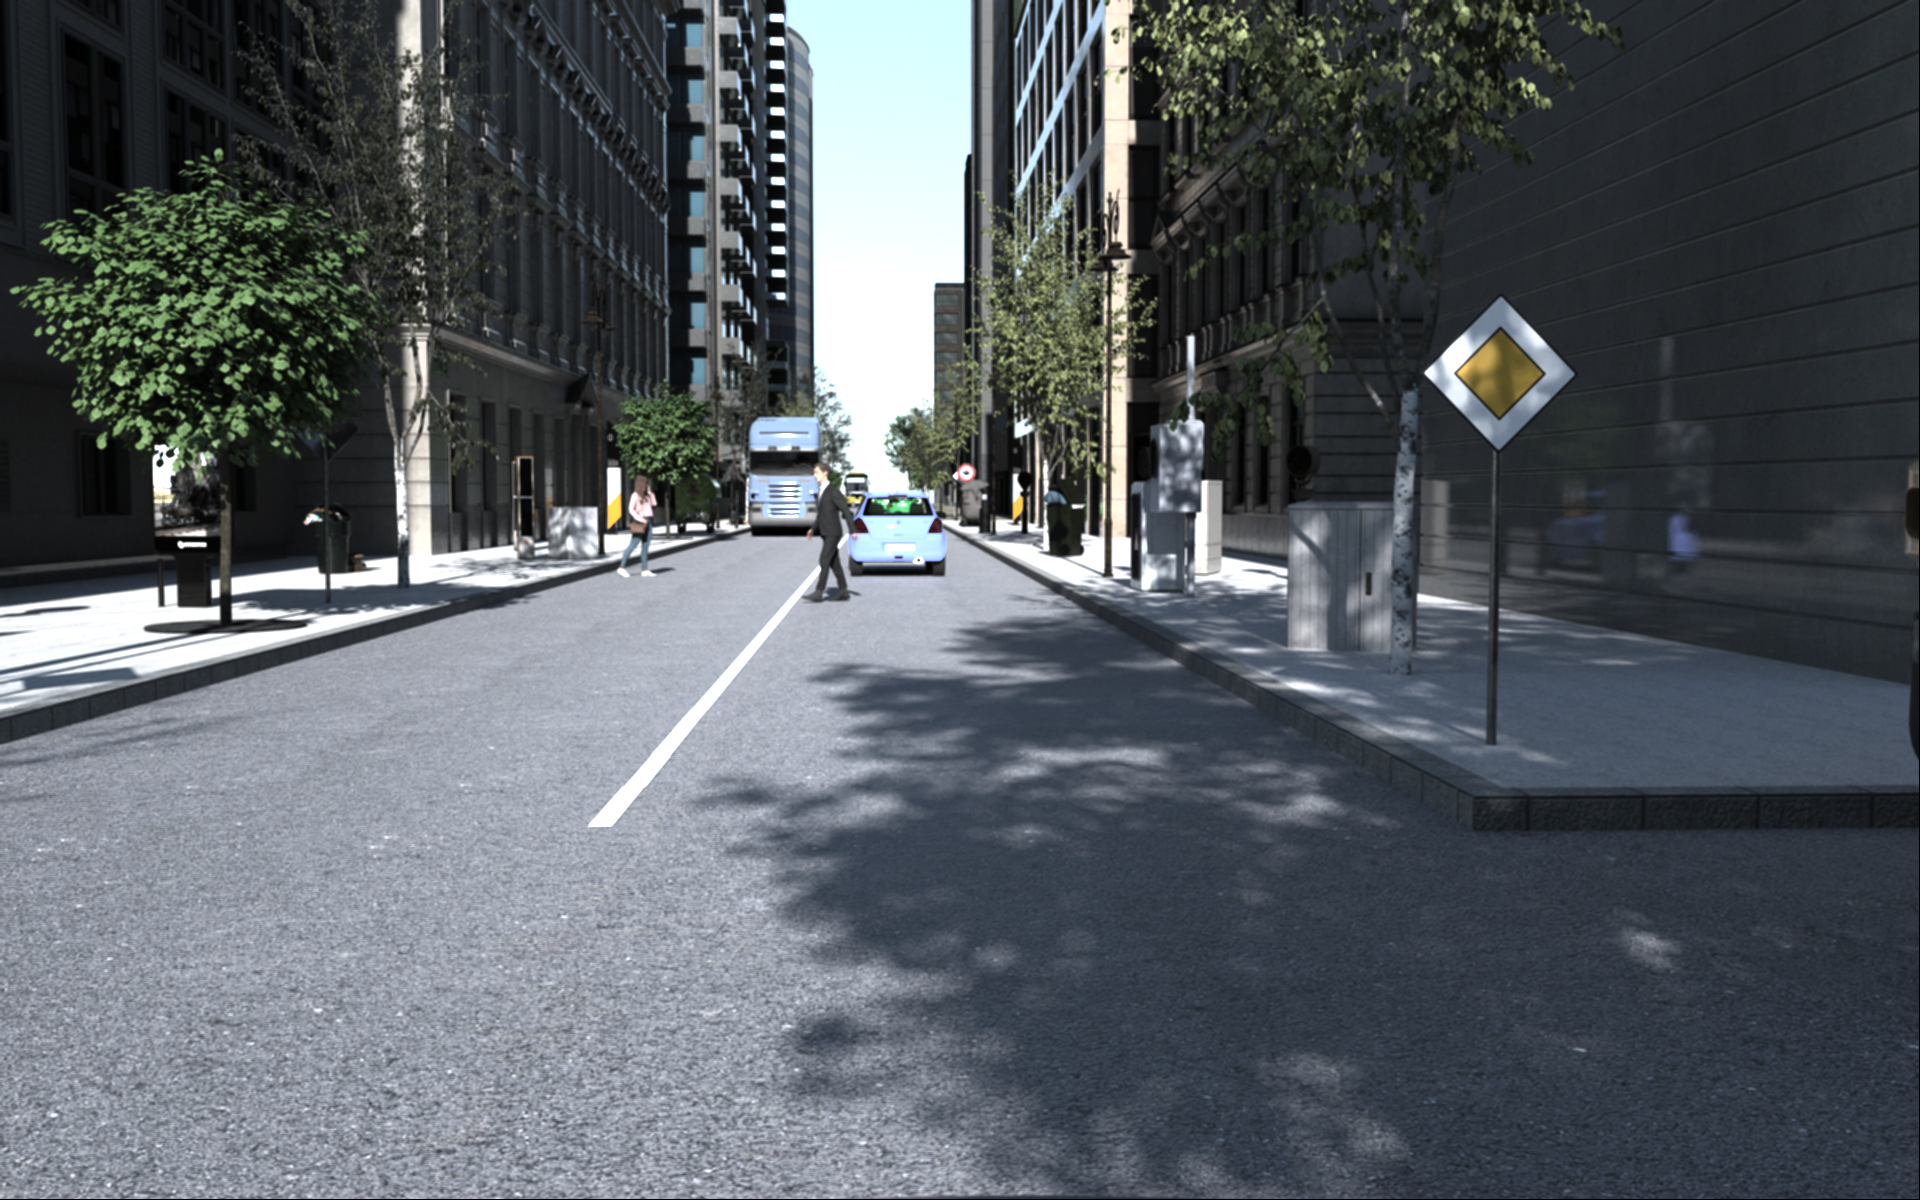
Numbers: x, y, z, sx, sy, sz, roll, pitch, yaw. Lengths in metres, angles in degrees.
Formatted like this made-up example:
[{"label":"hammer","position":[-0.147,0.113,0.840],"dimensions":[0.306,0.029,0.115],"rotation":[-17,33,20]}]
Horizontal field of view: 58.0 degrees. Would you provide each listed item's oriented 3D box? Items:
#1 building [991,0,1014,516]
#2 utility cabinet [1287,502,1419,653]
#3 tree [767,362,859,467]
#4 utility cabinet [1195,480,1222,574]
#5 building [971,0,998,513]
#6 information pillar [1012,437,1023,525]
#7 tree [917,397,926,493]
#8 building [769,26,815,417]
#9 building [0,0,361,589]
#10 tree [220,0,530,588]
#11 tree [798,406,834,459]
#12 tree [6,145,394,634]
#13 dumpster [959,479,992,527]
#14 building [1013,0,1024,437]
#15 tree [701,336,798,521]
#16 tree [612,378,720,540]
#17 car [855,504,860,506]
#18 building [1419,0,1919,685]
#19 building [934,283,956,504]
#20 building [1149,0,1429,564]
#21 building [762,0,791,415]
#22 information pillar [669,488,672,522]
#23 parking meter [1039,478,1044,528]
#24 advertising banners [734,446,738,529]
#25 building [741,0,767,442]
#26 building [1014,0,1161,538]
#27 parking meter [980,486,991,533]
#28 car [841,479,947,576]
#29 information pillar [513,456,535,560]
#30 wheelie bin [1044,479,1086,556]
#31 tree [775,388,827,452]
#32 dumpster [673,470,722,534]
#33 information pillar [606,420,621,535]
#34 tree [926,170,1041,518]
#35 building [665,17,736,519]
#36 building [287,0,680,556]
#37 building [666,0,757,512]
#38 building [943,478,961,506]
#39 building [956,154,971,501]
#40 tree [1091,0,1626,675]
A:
[{"label":"building","position":[9.374,-27.979,107.574],"dimensions":[14.600,45.320,14.200],"rotation":[0,4,-3]},{"label":"utility cabinet","position":[3.225,-0.190,14.274],"dimensions":[1.020,1.237,0.306],"rotation":[2,4,31]},{"label":"tree","position":[-14.038,-15.251,159.722],"dimensions":[12.009,13.543,11.850],"rotation":[0,3,0]},{"label":"utility cabinet","position":[3.937,-1.170,27.812],"dimensions":[0.318,1.500,1.173],"rotation":[1,4,20]},{"label":"building","position":[11.293,-35.868,128.443],"dimensions":[21.231,58.520,28.212],"rotation":[0,4,-3]},{"label":"information pillar","position":[2.365,-4.877,71.090],"dimensions":[0.504,3.616,0.183],"rotation":[3,5,44]},{"label":"tree","position":[2.173,-5.795,45.111],"dimensions":[4.737,8.622,4.395],"rotation":[0,3,0]},{"label":"building","position":[-29.158,-41.138,214.607],"dimensions":[21.231,58.520,28.212],"rotation":[0,4,-3]},{"label":"building","position":[-18.275,-13.962,21.789],"dimensions":[14.314,27.812,24.014],"rotation":[0,4,-3]},{"label":"tree","position":[-7.654,-4.457,23.238],"dimensions":[4.360,8.622,3.978],"rotation":[0,3,0]},{"label":"tree","position":[-12.835,-11.933,145.472],"dimensions":[4.360,8.622,3.978],"rotation":[0,3,0]},{"label":"tree","position":[-7.086,-1.999,16.402],"dimensions":[4.285,4.588,4.351],"rotation":[0,3,0]},{"label":"dumpster","position":[0.608,-3.821,68.226],"dimensions":[1.264,1.857,1.865],"rotation":[0,4,-2]},{"label":"building","position":[9.766,-25.076,93.586],"dimensions":[14.154,41.232,14.086],"rotation":[0,4,-3]},{"label":"tree","position":[-9.978,-7.969,80.654],"dimensions":[4.360,8.622,3.978],"rotation":[0,3,0]},{"label":"tree","position":[-8.287,-4.006,49.219],"dimensions":[4.285,4.588,4.351],"rotation":[0,3,0]},{"label":"car","position":[-11.483,-11.852,203.558],"dimensions":[2.009,1.686,4.222],"rotation":[0,4,-4]},{"label":"building","position":[20.859,-14.618,16.494],"dimensions":[29.804,29.767,11.434],"rotation":[0,4,-3]},{"label":"building","position":[3.372,-28.441,236.713],"dimensions":[14.160,30.474,14.107],"rotation":[0,4,-3]},{"label":"building","position":[10.657,-10.749,40.371],"dimensions":[10.561,19.102,19.286],"rotation":[0,4,-3]},{"label":"building","position":[-28.118,-53.262,183.512],"dimensions":[22.319,86.520,31.000],"rotation":[0,4,-3]},{"label":"information pillar","position":[-13.534,-5.418,79.946],"dimensions":[0.183,3.616,0.504],"rotation":[1,4,19]},{"label":"parking meter","position":[3.079,-3.618,64.865],"dimensions":[0.255,1.863,0.399],"rotation":[0,4,3]},{"label":"advertising banners","position":[-8.305,-4.156,64.139],"dimensions":[0.090,3.025,2.074],"rotation":[0,4,-5]},{"label":"building","position":[-23.570,-30.207,143.988],"dimensions":[14.600,45.320,14.200],"rotation":[0,4,-3]},{"label":"building","position":[13.006,-16.070,67.262],"dimensions":[19.350,26.468,34.151],"rotation":[0,4,-3]},{"label":"parking meter","position":[0.823,-2.944,56.547],"dimensions":[0.372,1.533,0.369],"rotation":[0,3,0]},{"label":"car","position":[-1.189,-1.345,31.586],"dimensions":[1.945,1.707,3.694],"rotation":[0,4,-4]},{"label":"information pillar","position":[-8.521,-1.800,33.930],"dimensions":[0.304,2.012,0.304],"rotation":[-2,4,-23]},{"label":"wheelie bin","position":[2.153,-1.714,35.940],"dimensions":[0.693,1.594,0.980],"rotation":[2,4,33]},{"label":"tree","position":[-11.668,-10.417,120.672],"dimensions":[4.737,8.622,4.395],"rotation":[0,3,0]},{"label":"dumpster","position":[-8.684,-3.336,57.039],"dimensions":[1.502,2.255,1.985],"rotation":[0,4,-2]},{"label":"information pillar","position":[-10.919,-3.870,54.629],"dimensions":[0.504,3.616,0.183],"rotation":[2,4,28]},{"label":"tree","position":[2.103,-5.439,39.294],"dimensions":[4.737,8.622,4.395],"rotation":[0,3,0]},{"label":"building","position":[-29.019,-24.619,94.395],"dimensions":[32.217,40.220,23.993],"rotation":[0,4,-3]},{"label":"building","position":[-19.838,-17.113,56.210],"dimensions":[17.030,29.872,44.131],"rotation":[0,4,-3]},{"label":"building","position":[-26.070,-30.694,121.456],"dimensions":[23.786,49.044,30.456],"rotation":[0,4,-3]},{"label":"building","position":[14.181,-32.170,217.860],"dimensions":[32.217,40.220,23.993],"rotation":[0,4,-3]},{"label":"building","position":[7.259,-23.154,150.262],"dimensions":[14.160,30.474,14.107],"rotation":[0,4,-3]},{"label":"tree","position":[3.085,-3.790,12.336],"dimensions":[4.737,8.622,4.395],"rotation":[0,3,0]}]
